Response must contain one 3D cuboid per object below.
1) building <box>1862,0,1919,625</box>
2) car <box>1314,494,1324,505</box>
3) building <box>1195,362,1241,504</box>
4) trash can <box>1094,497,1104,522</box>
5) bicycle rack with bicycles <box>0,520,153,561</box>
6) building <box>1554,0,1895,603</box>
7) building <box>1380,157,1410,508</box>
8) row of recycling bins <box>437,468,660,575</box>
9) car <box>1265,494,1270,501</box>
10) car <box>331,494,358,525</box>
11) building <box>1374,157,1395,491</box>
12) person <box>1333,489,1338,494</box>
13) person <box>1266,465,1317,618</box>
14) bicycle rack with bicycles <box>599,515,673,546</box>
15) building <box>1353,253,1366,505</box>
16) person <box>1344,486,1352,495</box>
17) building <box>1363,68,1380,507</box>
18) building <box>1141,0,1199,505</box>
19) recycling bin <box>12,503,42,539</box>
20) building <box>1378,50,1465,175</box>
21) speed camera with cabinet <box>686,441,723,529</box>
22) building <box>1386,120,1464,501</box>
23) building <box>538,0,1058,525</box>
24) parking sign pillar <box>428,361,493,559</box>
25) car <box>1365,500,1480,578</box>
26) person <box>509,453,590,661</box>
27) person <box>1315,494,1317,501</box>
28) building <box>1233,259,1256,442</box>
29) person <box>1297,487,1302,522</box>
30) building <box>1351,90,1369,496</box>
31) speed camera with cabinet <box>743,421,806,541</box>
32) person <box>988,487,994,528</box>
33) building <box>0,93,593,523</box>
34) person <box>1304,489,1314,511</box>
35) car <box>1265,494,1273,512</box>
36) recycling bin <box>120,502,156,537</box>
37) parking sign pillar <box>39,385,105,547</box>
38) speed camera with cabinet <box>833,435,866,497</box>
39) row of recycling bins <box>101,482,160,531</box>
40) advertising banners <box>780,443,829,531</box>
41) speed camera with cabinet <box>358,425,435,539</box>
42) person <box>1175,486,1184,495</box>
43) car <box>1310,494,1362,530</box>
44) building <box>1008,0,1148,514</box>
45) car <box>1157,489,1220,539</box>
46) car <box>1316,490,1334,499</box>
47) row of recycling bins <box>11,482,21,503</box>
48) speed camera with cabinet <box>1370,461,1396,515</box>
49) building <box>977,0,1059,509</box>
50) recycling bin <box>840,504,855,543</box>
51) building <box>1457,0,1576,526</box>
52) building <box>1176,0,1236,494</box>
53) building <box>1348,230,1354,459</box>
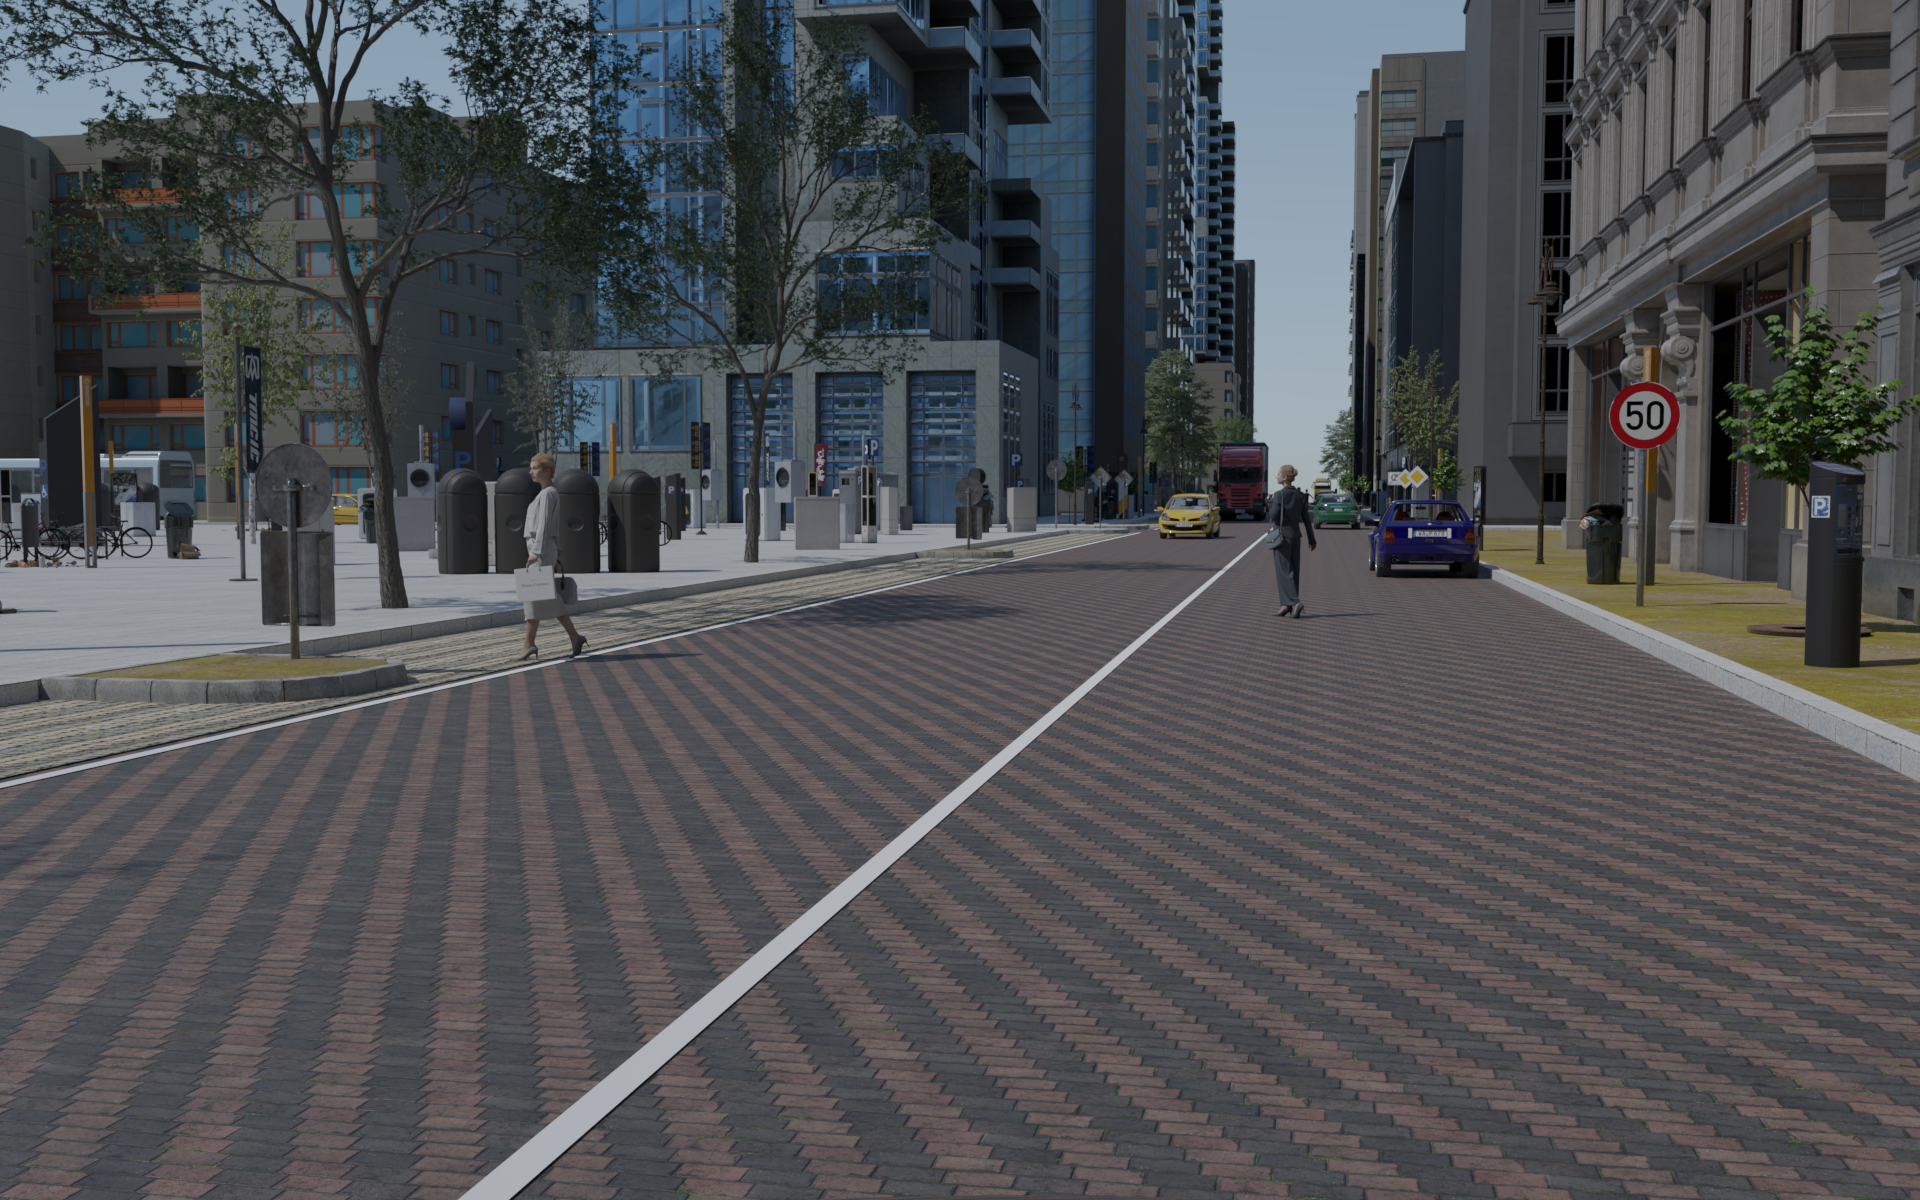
[{"bbox_3d":[12.574,-9.742,8.441,9.793,20.994,18.267,1,4,11],"label":"building"},{"bbox_3d":[34.589,-9.307,164.171,2.014,1.417,4.499,1,4,11],"label":"car"},{"bbox_3d":[25.123,-24.473,245.168,27.650,21.520,28.899,1,4,11],"label":"building"},{"bbox_3d":[6.188,-4.110,78.850,0.748,1.137,0.748,0,3,0],"label":"trash can"},{"bbox_3d":[-17.616,-1.286,34.402,2.925,0.926,2.852,-1,4,-16],"label":"bicycle rack with bicycles"},{"bbox_3d":[18.355,-11.463,38.334,10.553,20.767,40.483,1,4,11],"label":"building"},{"bbox_3d":[38.301,-19.101,130.318,12.078,24.808,19.932,1,4,11],"label":"building"},{"bbox_3d":[-6.674,-1.288,28.172,3.534,1.692,1.069,-1,4,-11],"label":"row of recycling bins"},{"bbox_3d":[28.210,-9.024,157.767,2.015,1.641,3.980,1,4,10],"label":"car"},{"bbox_3d":[-25.796,-3.890,73.828,3.980,1.641,2.015,1,4,12],"label":"car"},{"bbox_3d":[43.178,-23.142,150.078,14.160,30.474,14.107,1,4,11],"label":"building"},{"bbox_3d":[28.503,-7.528,131.391,0.447,1.846,0.655,0,4,4],"label":"person"},{"bbox_3d":[3.854,-0.684,20.106,0.534,1.772,0.576,3,4,36],"label":"person"},{"bbox_3d":[-8.455,-1.818,43.101,2.925,0.926,2.852,1,4,18],"label":"bicycle rack with bicycles"},{"bbox_3d":[54.416,-26.652,207.460,14.160,30.474,14.107,1,4,11],"label":"building"},{"bbox_3d":[19.229,-4.738,85.884,0.656,1.842,0.836,3,5,39],"label":"person"},{"bbox_3d":[48.965,-32.297,178.159,14.600,45.320,14.200,1,4,11],"label":"building"},{"bbox_3d":[10.184,-33.204,162.487,23.786,49.044,30.456,1,4,11],"label":"building"},{"bbox_3d":[-26.465,-2.250,49.341,0.722,1.027,0.722,0,4,2],"label":"recycling bin"},{"bbox_3d":[46.465,-29.349,163.456,14.154,41.232,14.086,1,4,11],"label":"building"},{"bbox_3d":[-9.692,-4.303,64.685,0.660,3.252,2.038,-3,5,-43],"label":"speed camera with cabinet"},{"bbox_3d":[33.829,-17.470,104.697,14.314,24.678,30.058,1,4,11],"label":"building"},{"bbox_3d":[-6.200,-47.399,87.642,22.319,86.520,31.000,1,4,11],"label":"building"},{"bbox_3d":[-9.913,-2.823,34.636,1.447,3.967,1.447,-1,4,-13],"label":"parking sign pillar"},{"bbox_3d":[8.268,-1.129,31.047,1.945,1.354,3.894,1,4,11],"label":"car"},{"bbox_3d":[-3.536,-0.369,14.883,0.624,1.780,0.694,0,4,3],"label":"person"},{"bbox_3d":[43.066,-12.082,209.265,0.599,1.433,0.991,-1,4,-10],"label":"person"},{"bbox_3d":[42.770,-37.389,294.897,14.154,41.232,14.086,1,4,11],"label":"building"},{"bbox_3d":[17.490,-4.962,89.835,0.583,1.804,0.606,1,4,9],"label":"person"},{"bbox_3d":[67.755,-43.392,251.458,21.231,58.520,28.212,1,4,11],"label":"building"},{"bbox_3d":[-5.065,-3.228,47.108,2.038,3.252,0.660,3,5,44],"label":"speed camera with cabinet"},{"bbox_3d":[1.080,-3.757,70.023,0.694,1.812,0.767,-2,4,-33],"label":"person"},{"bbox_3d":[-36.983,-15.139,92.568,28.899,21.520,27.650,1,4,11],"label":"building"},{"bbox_3d":[30.159,-8.723,150.751,1.348,1.869,0.705,0,4,-1],"label":"person"},{"bbox_3d":[25.743,-8.021,140.178,2.155,1.783,4.494,1,4,13],"label":"car"},{"bbox_3d":[-24.782,-2.427,52.235,0.722,1.027,0.722,2,4,34],"label":"recycling bin"},{"bbox_3d":[-21.808,-3.301,42.447,1.447,3.967,1.447,3,4,37],"label":"parking sign pillar"},{"bbox_3d":[-3.678,-3.918,58.401,0.660,3.252,2.038,-2,4,-25],"label":"speed camera with cabinet"},{"bbox_3d":[-29.415,-3.279,60.732,1.069,1.692,3.534,1,4,10],"label":"row of recycling bins"},{"bbox_3d":[-5.546,-3.899,59.937,2.074,3.025,0.090,0,4,8],"label":"advertising banners"},{"bbox_3d":[-16.077,-3.368,49.402,2.038,3.252,0.660,-1,4,-8],"label":"speed camera with cabinet"},{"bbox_3d":[11.246,-4.890,88.419,0.573,1.828,0.580,-3,5,-43],"label":"person"},{"bbox_3d":[15.558,-3.655,71.555,2.131,1.459,4.920,1,4,11],"label":"car"},{"bbox_3d":[5.093,-28.603,117.774,14.600,45.320,14.200,1,4,11],"label":"building"},{"bbox_3d":[7.519,-2.834,56.557,2.015,1.641,3.980,1,4,13],"label":"car"},{"bbox_3d":[37.733,-10.366,178.150,2.281,1.827,5.304,1,4,13],"label":"car"},{"bbox_3d":[-31.668,-2.939,55.170,3.534,1.692,1.069,0,4,1],"label":"row of recycling bins"},{"bbox_3d":[25.573,-6.751,104.720,0.660,3.252,2.038,-1,4,-16],"label":"speed camera with cabinet"},{"bbox_3d":[16.115,-53.747,191.437,22.319,86.520,31.000,1,4,11],"label":"building"},{"bbox_3d":[-3.223,-2.030,45.738,0.722,1.027,0.722,1,4,15],"label":"recycling bin"},{"bbox_3d":[33.997,-17.079,72.745,24.014,27.812,14.314,1,4,11],"label":"building"},{"bbox_3d":[33.481,-58.702,272.441,22.319,86.520,31.000,1,4,11],"label":"building"},{"bbox_3d":[74.381,-40.408,280.281,23.786,49.044,30.456,1,4,11],"label":"building"}]
